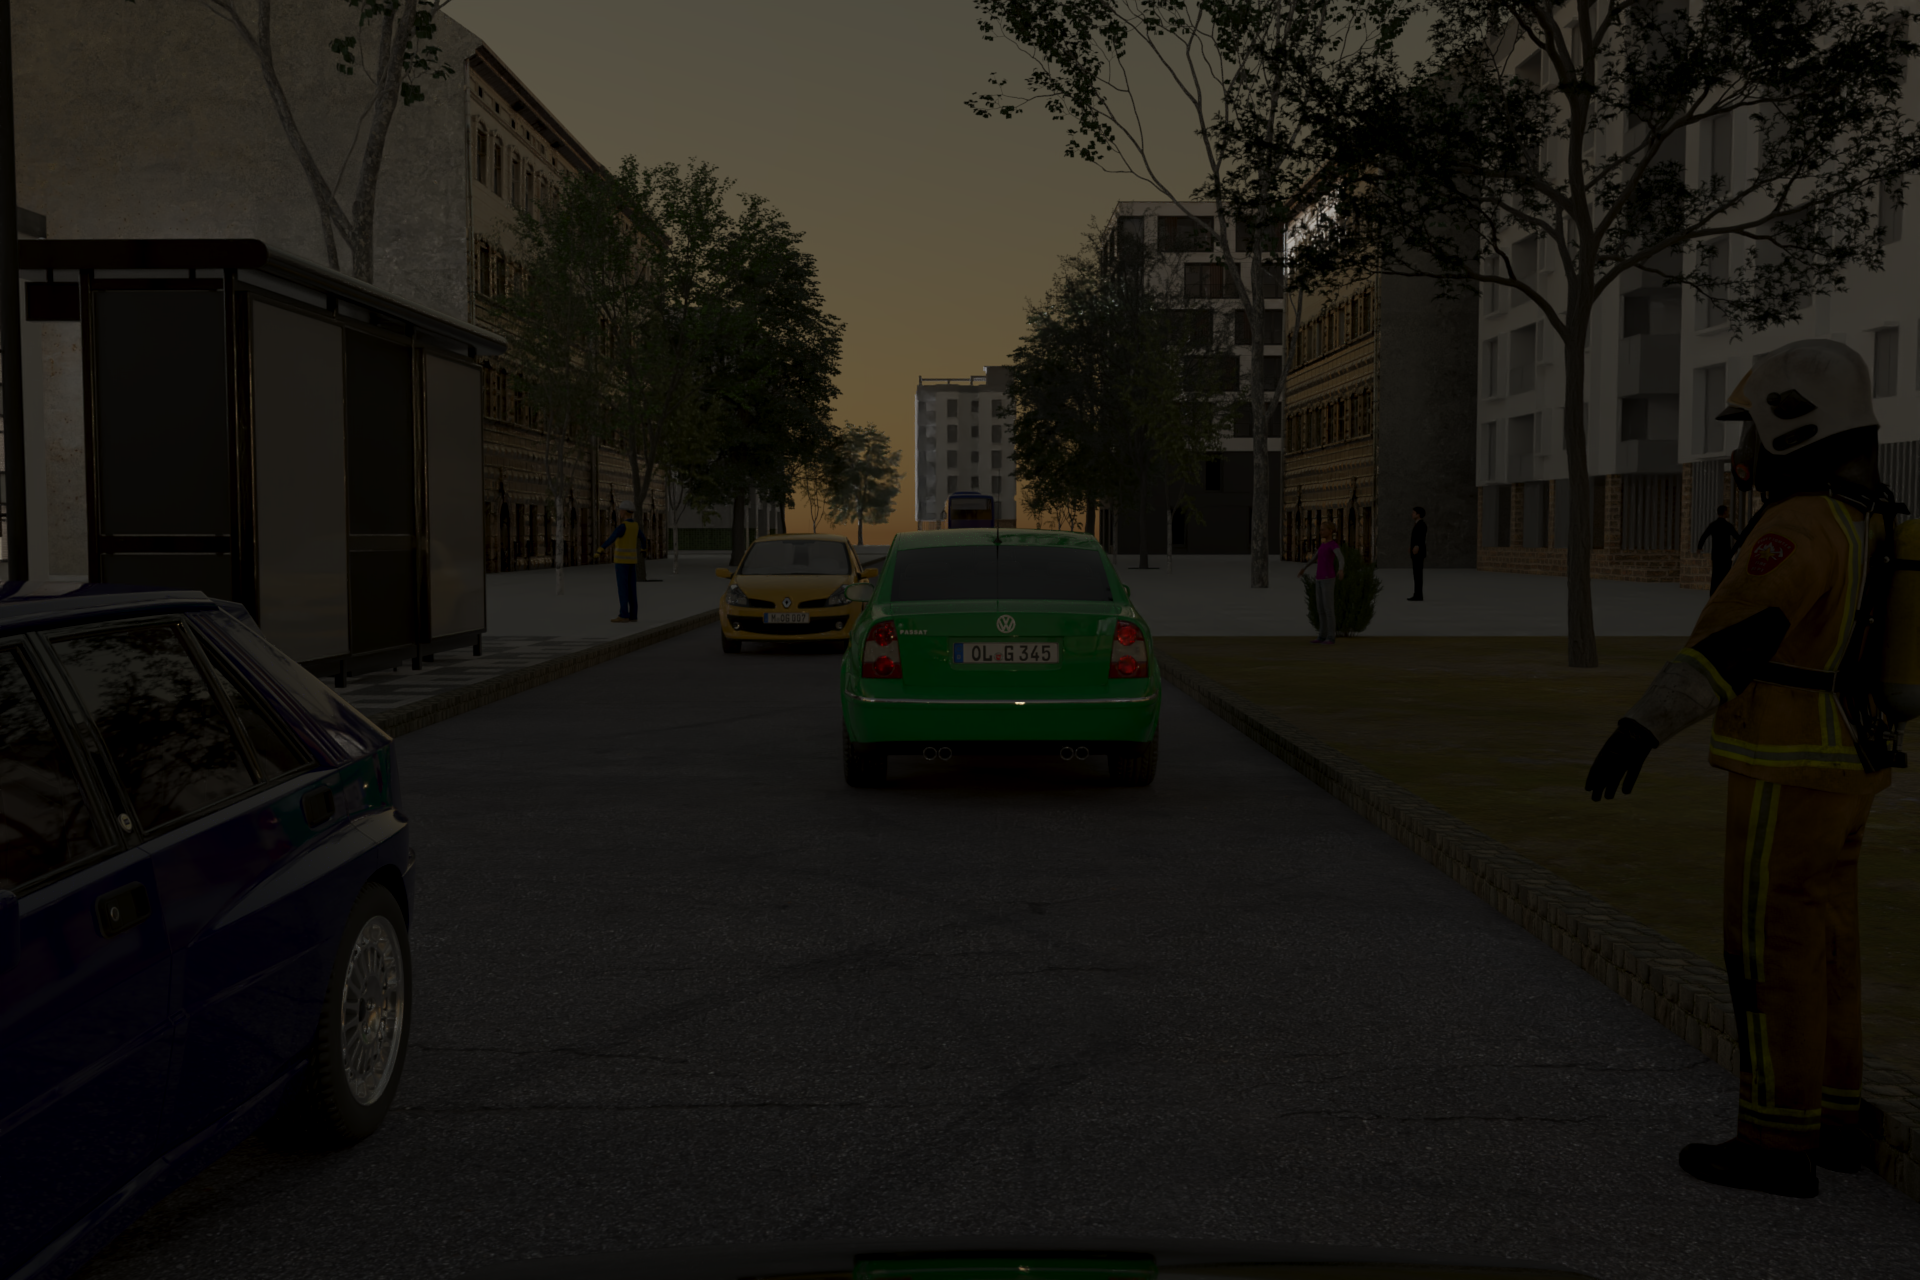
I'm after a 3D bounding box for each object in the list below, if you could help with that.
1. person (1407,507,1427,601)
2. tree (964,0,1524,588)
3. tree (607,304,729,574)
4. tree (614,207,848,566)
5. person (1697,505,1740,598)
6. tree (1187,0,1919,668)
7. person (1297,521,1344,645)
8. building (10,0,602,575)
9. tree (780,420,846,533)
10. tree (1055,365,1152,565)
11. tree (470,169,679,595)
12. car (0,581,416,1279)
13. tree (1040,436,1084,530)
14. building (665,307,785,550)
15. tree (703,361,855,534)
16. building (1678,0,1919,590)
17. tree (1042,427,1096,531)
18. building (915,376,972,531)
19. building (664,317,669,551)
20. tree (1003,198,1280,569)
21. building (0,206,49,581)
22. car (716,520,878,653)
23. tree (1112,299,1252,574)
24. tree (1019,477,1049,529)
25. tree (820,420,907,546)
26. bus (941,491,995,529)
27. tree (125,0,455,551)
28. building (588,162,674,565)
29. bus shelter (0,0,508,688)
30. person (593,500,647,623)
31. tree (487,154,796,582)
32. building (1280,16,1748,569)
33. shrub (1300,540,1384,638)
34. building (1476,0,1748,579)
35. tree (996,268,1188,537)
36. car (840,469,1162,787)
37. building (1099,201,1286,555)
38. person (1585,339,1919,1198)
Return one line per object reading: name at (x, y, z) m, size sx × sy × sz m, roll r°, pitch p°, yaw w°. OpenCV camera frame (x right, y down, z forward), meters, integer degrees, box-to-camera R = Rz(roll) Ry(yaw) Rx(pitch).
person at (8.780, -1.659, 33.309) m, size 0.705 × 1.806 × 1.347 m, roll 1°, pitch 4°, yaw 11°
tree at (6.139, -11.241, 39.684) m, size 12.611 × 20.169 × 13.585 m, roll 0°, pitch 3°, yaw 0°
tree at (-9.126, -6.404, 55.076) m, size 4.737 × 8.622 × 4.395 m, roll 0°, pitch 3°, yaw 0°
tree at (-8.891, -9.925, 68.931) m, size 9.857 × 13.997 × 8.962 m, roll 0°, pitch 3°, yaw 0°
person at (13.752, -1.529, 31.232) m, size 0.704 × 1.802 × 1.346 m, roll -1°, pitch 4°, yaw -21°
tree at (5.689, -5.020, 16.492) m, size 7.601 × 10.594 × 8.767 m, roll 0°, pitch 4°, yaw 6°
person at (4.196, -0.663, 20.108) m, size 0.599 × 1.433 × 0.991 m, roll -1°, pitch 4°, yaw -18°
building at (-24.397, -14.147, 62.229) m, size 19.493 × 23.208 × 18.063 m, roll 0°, pitch 4°, yaw 0°
tree at (-8.735, -9.425, 104.456) m, size 4.360 × 8.622 × 3.978 m, roll 0°, pitch 3°, yaw 0°
tree at (6.712, -7.492, 72.860) m, size 4.360 × 8.622 × 3.978 m, roll 0°, pitch 3°, yaw 0°
tree at (-8.562, -5.229, 35.853) m, size 4.360 × 8.622 × 3.978 m, roll 0°, pitch 3°, yaw 0°
car at (-2.235, 0.597, 2.815) m, size 1.945 × 1.354 × 3.894 m, roll 0°, pitch 4°, yaw 0°
tree at (6.323, -9.556, 106.602) m, size 4.737 × 8.622 × 4.395 m, roll 0°, pitch 3°, yaw 0°
building at (-25.174, -17.386, 150.714) m, size 16.747 × 18.905 × 31.486 m, roll 0°, pitch 4°, yaw 0°
tree at (-8.863, -9.274, 86.045) m, size 8.767 × 10.594 × 7.601 m, roll -3°, pitch 5°, yaw -43°
building at (21.876, -11.118, 38.195) m, size 16.016 × 20.090 × 11.380 m, roll 0°, pitch 4°, yaw 0°
tree at (6.113, -8.850, 95.057) m, size 4.360 × 8.622 × 3.978 m, roll 0°, pitch 3°, yaw 0°
building at (-4.815, -20.805, 199.038) m, size 11.380 × 20.090 × 16.016 m, roll 0°, pitch 4°, yaw -1°
building at (-27.006, -16.011, 118.205) m, size 16.016 × 20.090 × 11.380 m, roll 0°, pitch 4°, yaw -1°
tree at (6.698, -9.356, 63.333) m, size 12.009 × 13.543 × 11.850 m, roll 0°, pitch 3°, yaw 0°
building at (-24.809, -5.490, 31.913) m, size 9.099 × 9.664 × 28.070 m, roll 0°, pitch 4°, yaw 0°
car at (-2.025, -0.723, 22.050) m, size 2.015 × 1.641 × 3.980 m, roll 0°, pitch 4°, yaw 0°
tree at (6.884, -6.389, 54.829) m, size 4.737 × 8.622 × 4.395 m, roll 0°, pitch 3°, yaw 0°
tree at (8.710, -14.865, 193.407) m, size 4.737 × 8.622 × 4.395 m, roll 0°, pitch 3°, yaw 0°
tree at (-11.063, -17.554, 193.666) m, size 9.857 × 13.997 × 8.962 m, roll 0°, pitch 3°, yaw 0°
bus at (0.436, -6.598, 99.419) m, size 2.896 × 3.916 × 12.251 m, roll 0°, pitch 4°, yaw -2°
tree at (-9.908, -10.371, 25.454) m, size 12.611 × 20.169 × 13.585 m, roll 0°, pitch 3°, yaw 0°
building at (-24.421, -15.258, 80.401) m, size 19.493 × 23.208 × 18.063 m, roll 0°, pitch 4°, yaw 0°
bus shelter at (-5.933, -2.215, 13.844) m, size 2.179 × 5.291 × 8.768 m, roll 0°, pitch 4°, yaw 1°
person at (-4.925, -1.149, 25.242) m, size 0.721 × 1.772 × 1.216 m, roll 2°, pitch 4°, yaw 25°
tree at (-8.517, -7.382, 46.446) m, size 9.928 × 11.665 × 9.643 m, roll 0°, pitch 3°, yaw 0°
building at (24.564, -14.785, 72.660) m, size 19.493 × 23.208 × 18.063 m, roll 0°, pitch 4°, yaw 0°
shrub at (4.755, -0.639, 21.567) m, size 1.383 × 1.207 × 1.383 m, roll 0°, pitch 3°, yaw 0°
building at (22.942, -12.331, 58.024) m, size 16.016 × 20.090 × 11.380 m, roll 0°, pitch 4°, yaw -1°
tree at (6.394, -10.847, 83.998) m, size 9.857 × 13.997 × 8.962 m, roll 0°, pitch 3°, yaw 0°
car at (0.200, -0.147, 11.198) m, size 1.959 × 1.807 × 4.718 m, roll 0°, pitch 4°, yaw -1°
building at (23.651, -17.064, 122.975) m, size 27.936 × 21.610 × 32.646 m, roll 0°, pitch 3°, yaw 0°
person at (1.844, 0.267, 3.866) m, size 1.354 × 1.858 × 0.705 m, roll -3°, pitch 5°, yaw -41°
